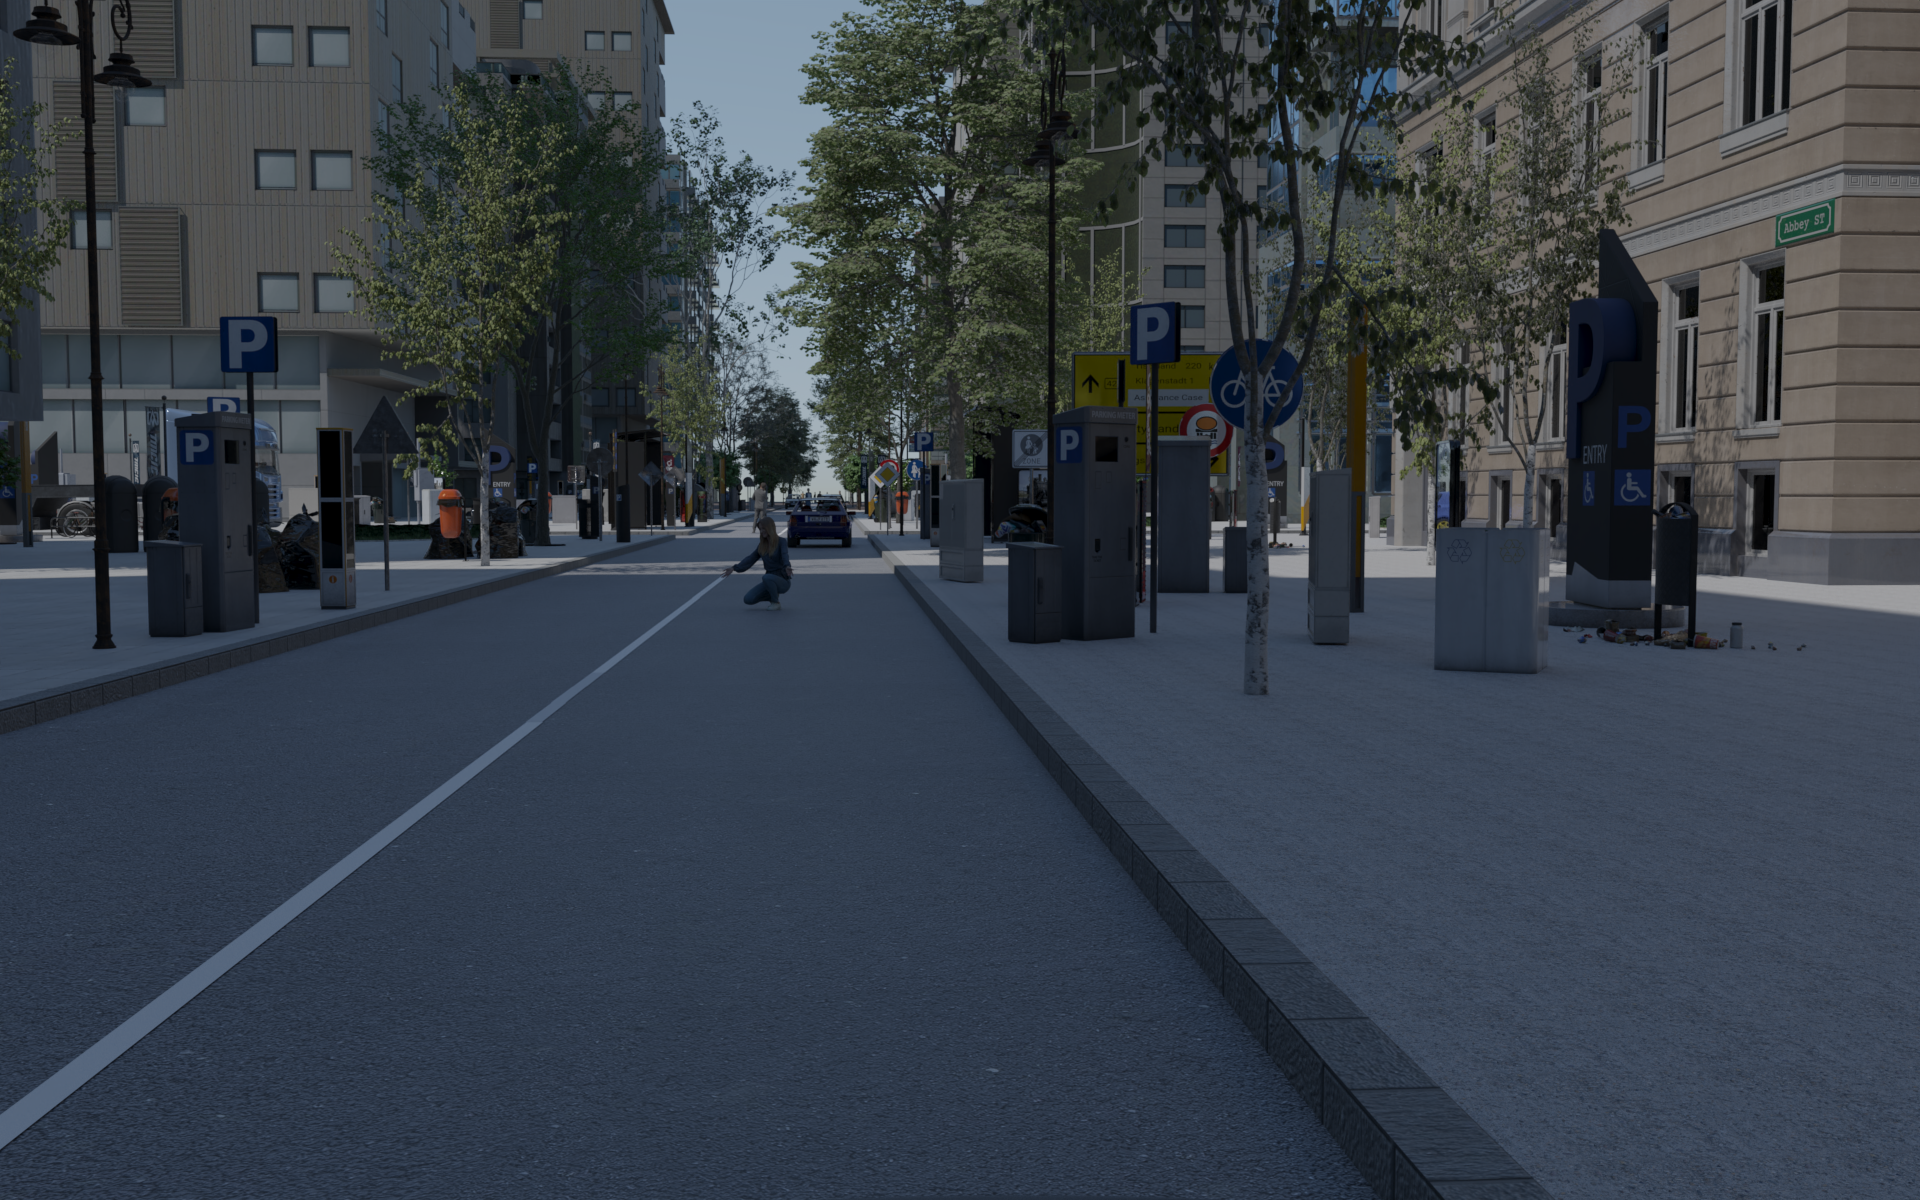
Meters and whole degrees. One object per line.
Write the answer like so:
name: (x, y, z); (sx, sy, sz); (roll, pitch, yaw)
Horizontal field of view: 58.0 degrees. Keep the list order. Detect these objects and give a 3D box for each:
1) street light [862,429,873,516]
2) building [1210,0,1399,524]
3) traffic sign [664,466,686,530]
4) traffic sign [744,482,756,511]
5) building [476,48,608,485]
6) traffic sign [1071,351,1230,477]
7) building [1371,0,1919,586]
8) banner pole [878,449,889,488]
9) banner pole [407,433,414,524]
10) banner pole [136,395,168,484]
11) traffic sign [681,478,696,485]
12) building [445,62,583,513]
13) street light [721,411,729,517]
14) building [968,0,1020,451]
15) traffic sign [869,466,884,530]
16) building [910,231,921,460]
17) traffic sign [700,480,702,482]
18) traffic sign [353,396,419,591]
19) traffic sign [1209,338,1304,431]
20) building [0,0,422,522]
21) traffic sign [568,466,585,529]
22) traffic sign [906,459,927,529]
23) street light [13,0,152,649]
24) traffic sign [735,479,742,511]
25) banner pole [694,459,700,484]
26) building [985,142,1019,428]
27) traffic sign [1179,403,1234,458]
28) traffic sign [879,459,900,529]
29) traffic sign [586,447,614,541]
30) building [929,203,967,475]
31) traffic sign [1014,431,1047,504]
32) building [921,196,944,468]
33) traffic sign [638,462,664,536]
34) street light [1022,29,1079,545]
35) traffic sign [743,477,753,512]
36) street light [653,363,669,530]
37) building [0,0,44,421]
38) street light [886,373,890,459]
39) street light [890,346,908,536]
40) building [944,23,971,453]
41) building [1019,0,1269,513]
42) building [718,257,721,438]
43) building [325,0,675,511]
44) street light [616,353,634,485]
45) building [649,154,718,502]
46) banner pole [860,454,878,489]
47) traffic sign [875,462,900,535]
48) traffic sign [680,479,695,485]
street light: (-5.249, -7.794, 100.224); (0.468, 5.910, 1.993); (0, 4, -4)
building: (28.320, -47.176, 84.005); (31.000, 86.520, 22.319); (0, 4, -4)
traffic sign: (-10.058, -3.515, 61.115); (0.795, 2.450, 0.064); (0, 4, -4)
traffic sign: (-15.709, -7.932, 129.696); (0.884, 2.594, 0.081); (0, 4, 2)
building: (-44.369, -27.753, 145.642); (32.217, 40.220, 23.993); (0, 4, -4)
traffic sign: (2.727, -1.893, 24.830); (2.265, 3.308, 0.079); (0, 4, 2)
building: (17.657, -15.146, 33.545); (13.634, 28.700, 20.117); (0, 4, -4)
banner pole: (-4.187, -6.493, 96.172); (0.863, 3.779, 0.401); (-1, 4, -9)
banner pole: (-22.445, -4.936, 70.717); (0.401, 3.779, 0.863); (0, 4, 4)
banner pole: (-20.249, -3.289, 43.792); (0.401, 3.779, 0.863); (1, 4, 19)
traffic sign: (-15.947, -6.229, 101.840); (0.884, 2.594, 0.081); (0, 4, 2)
building: (-34.219, -21.263, 119.355); (14.160, 30.474, 14.107); (0, 4, -4)
street light: (-13.074, -7.562, 96.429); (0.468, 5.910, 1.993); (0, 4, -4)
building: (12.214, -33.016, 163.516); (21.300, 48.544, 21.600); (0, 4, -4)
traffic sign: (-2.832, -3.546, 61.625); (0.795, 2.450, 0.064); (0, 4, -4)
building: (3.236, -38.361, 281.833); (22.147, 44.769, 28.867); (0, 4, -4)
traffic sign: (-16.813, -6.991, 114.407); (0.768, 2.556, 0.104); (0, 4, 2)
traffic sign: (-7.608, -1.402, 22.934); (0.884, 2.594, 0.081); (0, 4, -1)
traffic sign: (2.432, -0.867, 14.287); (0.768, 2.556, 0.104); (0, 4, 2)
building: (-40.502, -30.525, 88.322); (28.713, 52.752, 27.495); (0, 4, -4)
traffic sign: (-13.886, -3.704, 62.697); (0.606, 2.300, 0.079); (0, 4, -4)
traffic sign: (-1.586, -3.895, 63.793); (0.768, 2.556, 0.104); (0, 4, 1)
street light: (-7.114, -2.534, 14.220); (0.468, 5.910, 1.993); (0, 4, -4)
traffic sign: (-16.916, -8.023, 131.287); (0.768, 2.556, 0.104); (0, 4, -2)
banner pole: (-17.367, -7.633, 114.812); (0.863, 3.779, 0.401); (0, 4, 6)
building: (8.943, -22.862, 145.499); (14.160, 30.474, 14.107); (0, 4, -4)
traffic sign: (3.440, -1.478, 24.276); (0.768, 2.556, 0.104); (0, 4, 1)
traffic sign: (-2.579, -3.853, 63.104); (0.768, 2.556, 0.104); (0, 4, -1)
traffic sign: (-9.802, -2.879, 47.184); (0.768, 2.556, 0.104); (0, 4, 2)
building: (2.466, -34.378, 245.676); (14.154, 41.232, 14.086); (0, 4, -4)
traffic sign: (1.137, -1.558, 27.604); (0.606, 2.300, 0.079); (0, 4, 0)
building: (1.398, -37.289, 259.791); (14.600, 45.320, 14.200); (0, 4, -4)
traffic sign: (-9.472, -3.028, 53.151); (0.795, 2.450, 0.064); (0, 4, -4)
street light: (0.946, -2.757, 17.862); (0.468, 5.910, 1.993); (0, 4, -4)
traffic sign: (-15.521, -7.746, 126.745); (0.768, 2.556, 0.104); (0, 4, 5)
street light: (-10.537, -5.411, 61.251); (0.468, 5.910, 1.993); (0, 4, -4)
building: (-26.728, -21.334, 32.408); (14.086, 41.232, 14.154); (0, 4, -4)
street light: (-2.647, -5.643, 65.051); (0.468, 5.910, 1.993); (0, 4, -4)
street light: (-1.793, -4.907, 53.025); (0.468, 5.910, 1.993); (0, 4, -4)
building: (13.480, -36.624, 188.048); (28.713, 52.752, 27.495); (0, 4, -4)
building: (13.406, -42.093, 126.469); (20.563, 71.187, 20.611); (0, 4, -4)
building: (-49.664, -40.078, 274.885); (23.786, 49.044, 30.456); (0, 4, -4)
building: (-43.545, -35.613, 171.508); (28.713, 52.752, 27.495); (0, 4, -4)
street light: (-9.667, -4.735, 50.204); (0.468, 5.910, 1.993); (0, 4, -4)
building: (-47.633, -38.177, 243.794); (23.786, 49.044, 30.456); (0, 4, -4)
banner pole: (-5.164, -6.471, 95.810); (0.863, 3.779, 0.401); (-3, 4, -36)
traffic sign: (-2.246, -3.059, 53.661); (0.795, 2.450, 0.064); (0, 4, -4)
traffic sign: (-15.206, -5.900, 96.463); (0.884, 2.594, 0.081); (0, 4, -1)
